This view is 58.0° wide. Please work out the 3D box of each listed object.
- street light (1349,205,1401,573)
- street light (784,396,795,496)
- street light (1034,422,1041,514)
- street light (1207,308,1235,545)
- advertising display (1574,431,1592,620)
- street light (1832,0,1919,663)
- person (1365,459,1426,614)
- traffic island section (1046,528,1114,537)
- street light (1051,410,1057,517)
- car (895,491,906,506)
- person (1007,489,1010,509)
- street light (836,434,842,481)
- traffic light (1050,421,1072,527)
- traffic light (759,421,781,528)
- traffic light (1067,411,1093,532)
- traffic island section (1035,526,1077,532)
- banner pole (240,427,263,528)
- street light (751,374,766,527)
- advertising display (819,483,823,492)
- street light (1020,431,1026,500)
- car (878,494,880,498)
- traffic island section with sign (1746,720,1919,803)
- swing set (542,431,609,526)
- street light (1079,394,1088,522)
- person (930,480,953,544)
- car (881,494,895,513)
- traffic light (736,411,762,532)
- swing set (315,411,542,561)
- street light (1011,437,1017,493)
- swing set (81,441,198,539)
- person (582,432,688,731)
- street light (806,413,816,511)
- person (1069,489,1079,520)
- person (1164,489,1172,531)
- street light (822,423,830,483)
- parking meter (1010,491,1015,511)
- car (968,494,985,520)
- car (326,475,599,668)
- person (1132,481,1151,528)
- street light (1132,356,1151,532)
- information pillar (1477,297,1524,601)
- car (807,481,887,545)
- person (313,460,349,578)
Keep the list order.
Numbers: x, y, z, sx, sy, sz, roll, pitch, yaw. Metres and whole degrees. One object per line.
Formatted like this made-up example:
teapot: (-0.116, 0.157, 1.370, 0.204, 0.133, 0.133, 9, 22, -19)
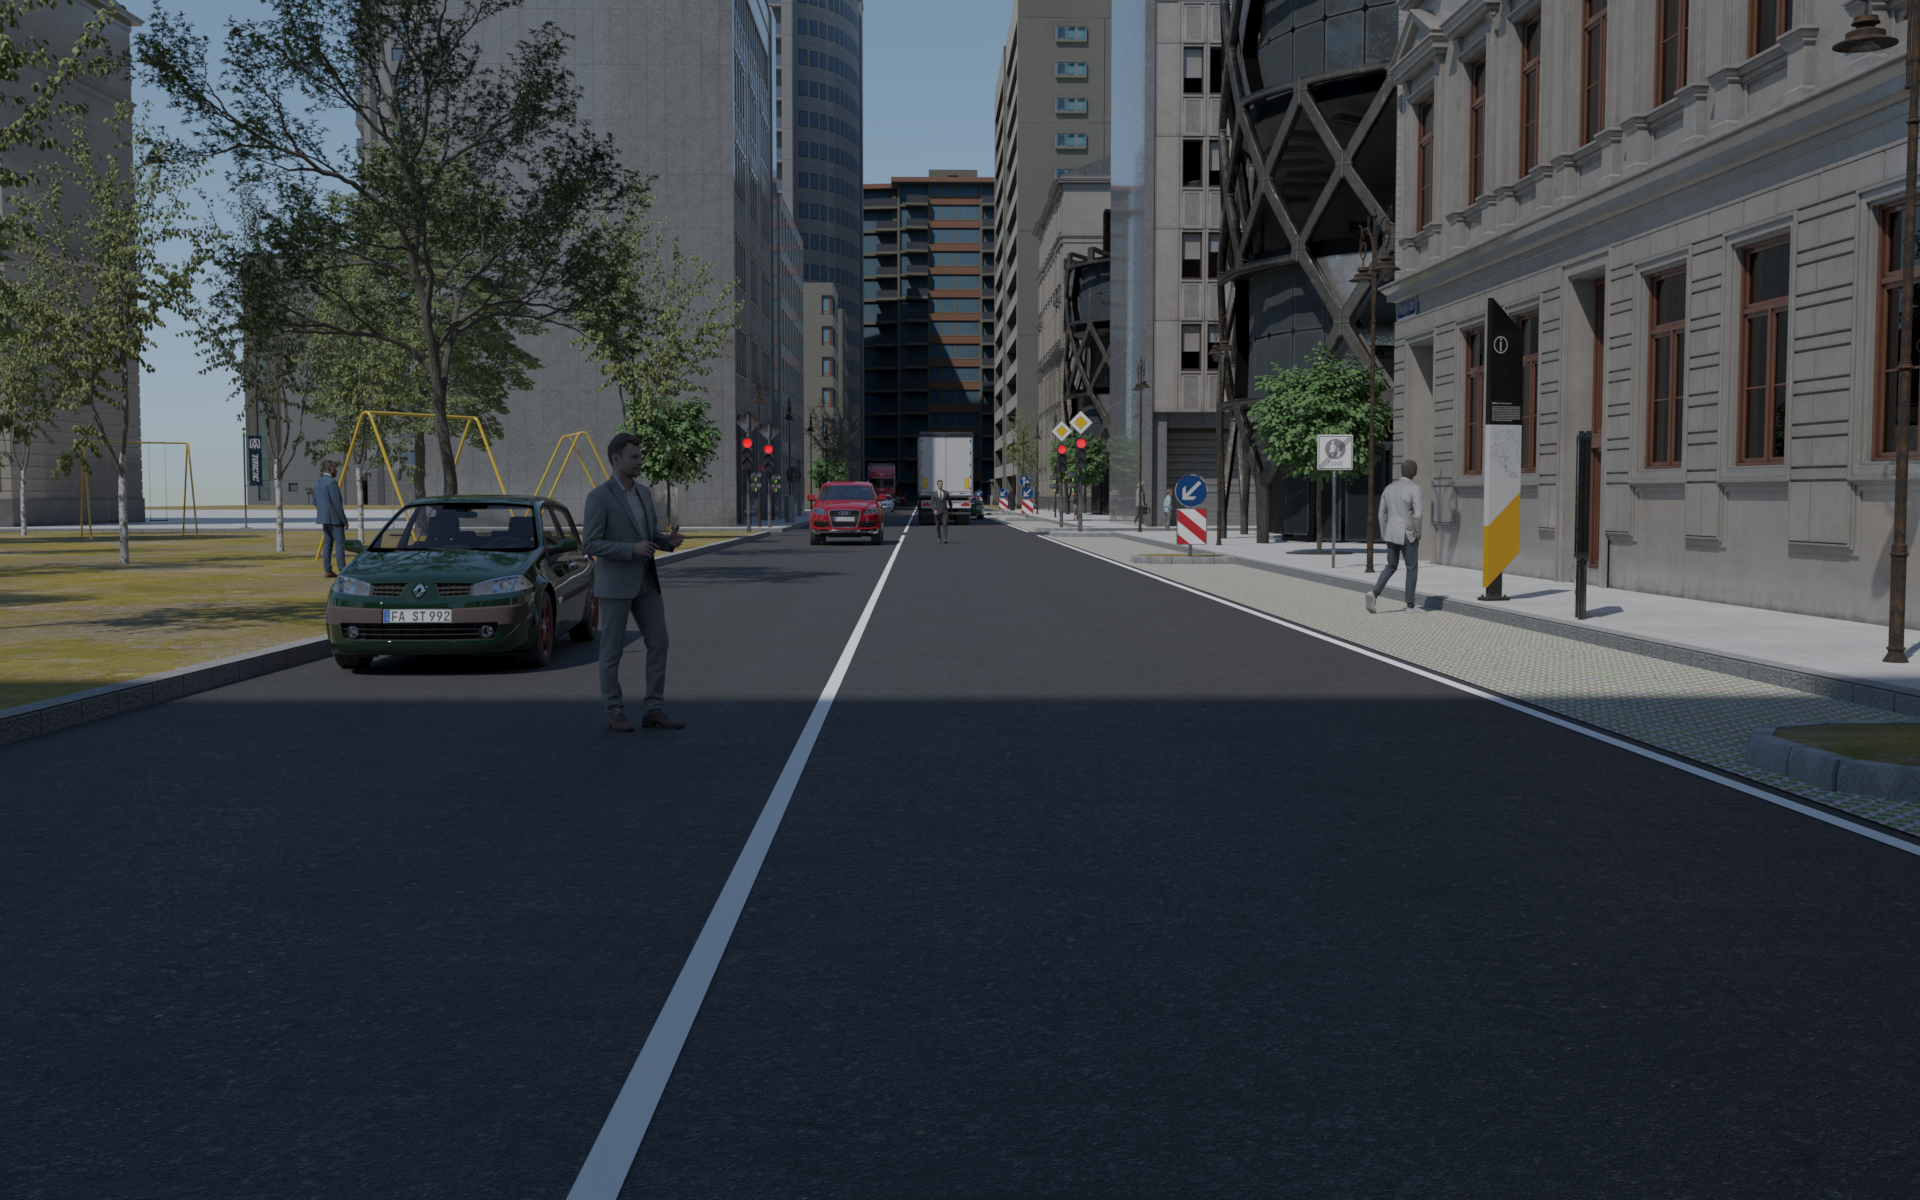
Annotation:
street light: (6.692, -3.383, 28.102, 0.468, 5.910, 1.993, 0, 4, -1)
street light: (-8.079, -6.691, 82.182, 0.468, 5.910, 1.993, 0, 4, -1)
street light: (4.945, -8.427, 110.564, 0.468, 5.910, 1.993, 0, 4, -1)
street light: (6.482, -4.305, 43.173, 0.468, 5.910, 1.993, 0, 4, -1)
advertising display: (6.480, -0.785, 18.045, 0.123, 1.923, 0.974, 1, 4, 18)
street light: (7.139, -2.462, 13.037, 0.468, 5.910, 1.993, 0, 4, -1)
person: (5.218, -0.750, 20.603, 0.795, 1.843, 0.661, -2, 4, -33)
traffic island section: (4.094, -2.226, 58.674, 2.009, 0.180, 2.903, 0, 4, -1)
street light: (5.269, -7.505, 95.496, 0.468, 5.910, 1.993, 0, 4, -1)
car: (-7.844, -12.721, 216.666, 2.281, 1.827, 5.304, 0, 4, -3)
person: (4.198, -8.731, 149.720, 0.530, 1.710, 0.541, 2, 4, 24)
street light: (-9.040, -9.526, 128.530, 0.468, 5.910, 1.993, 0, 4, -1)
traffic light: (3.882, -4.748, 66.543, 0.839, 4.253, 0.868, 0, 4, -1)
traffic light: (-7.277, -4.732, 66.288, 0.839, 4.253, 0.868, 0, 4, -1)
traffic light: (4.054, -4.259, 58.560, 0.839, 4.253, 0.868, 0, 4, -1)
traffic island section: (3.922, -2.714, 66.658, 2.009, 0.180, 2.903, 0, 4, -1)
banner pole: (-26.626, -4.590, 65.071, 0.863, 3.779, 0.401, -1, 4, -9)
street light: (-7.784, -5.769, 67.114, 0.468, 5.910, 1.993, 0, 4, -1)
advertising display: (-7.994, -5.793, 99.930, 0.123, 1.923, 0.974, 0, 4, 3)
street light: (4.626, -9.372, 126.013, 0.468, 5.910, 1.993, 0, 4, -1)
car: (-5.564, -5.454, 97.840, 2.281, 1.827, 5.304, 0, 4, -1)
traffic island section with sign: (5.170, -0.006, 8.724, 1.989, 1.847, 2.006, 0, 4, -1)
swing set: (-9.964, -2.883, 44.751, 2.862, 2.851, 3.119, -1, 4, -21)
street light: (5.578, -6.552, 79.921, 0.468, 5.910, 1.993, 0, 4, -1)
person: (-0.524, -2.566, 50.236, 0.659, 1.850, 0.755, 0, 4, -3)
car: (-6.054, -7.566, 135.703, 2.014, 1.417, 4.499, 0, 4, -3)
traffic light: (-7.105, -4.244, 58.304, 0.839, 4.253, 0.868, 0, 4, -1)
swing set: (-10.430, -2.221, 33.938, 2.862, 2.851, 3.119, 2, 4, 28)
street light: (4.352, -10.293, 141.082, 0.468, 5.910, 1.993, 0, 4, -1)
swing set: (-24.389, -3.304, 51.642, 3.119, 2.851, 2.862, -2, 4, -32)
person: (-1.949, -0.109, 10.476, 0.583, 1.804, 0.606, 2, 4, 28)
street light: (-8.360, -7.612, 97.251, 0.468, 5.910, 1.993, 0, 4, -1)
person: (5.807, -4.897, 86.473, 0.716, 1.782, 0.532, -1, 4, -22)
person: (7.440, -3.144, 61.720, 0.330, 1.601, 0.589, 0, 4, 1)
street light: (-8.687, -8.562, 112.775, 0.468, 5.910, 1.993, 0, 4, -1)
parking meter: (4.025, -7.593, 132.554, 0.372, 1.533, 0.369, 0, 3, 0)
car: (0.378, -5.320, 98.786, 2.131, 1.459, 4.920, 0, 4, -3)
car: (-4.348, -0.353, 15.552, 2.009, 1.686, 4.222, 0, 4, -3)
person: (6.893, -3.653, 65.954, 0.728, 1.800, 0.709, 2, 4, 31)
street light: (6.074, -5.226, 58.239, 0.468, 5.910, 1.993, 0, 4, -1)
information pillar: (6.504, -1.799, 20.775, 0.504, 3.616, 0.183, -1, 4, -22)
car: (-3.256, -2.545, 50.286, 2.281, 1.827, 5.304, 0, 4, -2)
person: (-9.587, -1.237, 26.452, 0.721, 1.800, 0.419, 2, 4, 32)
